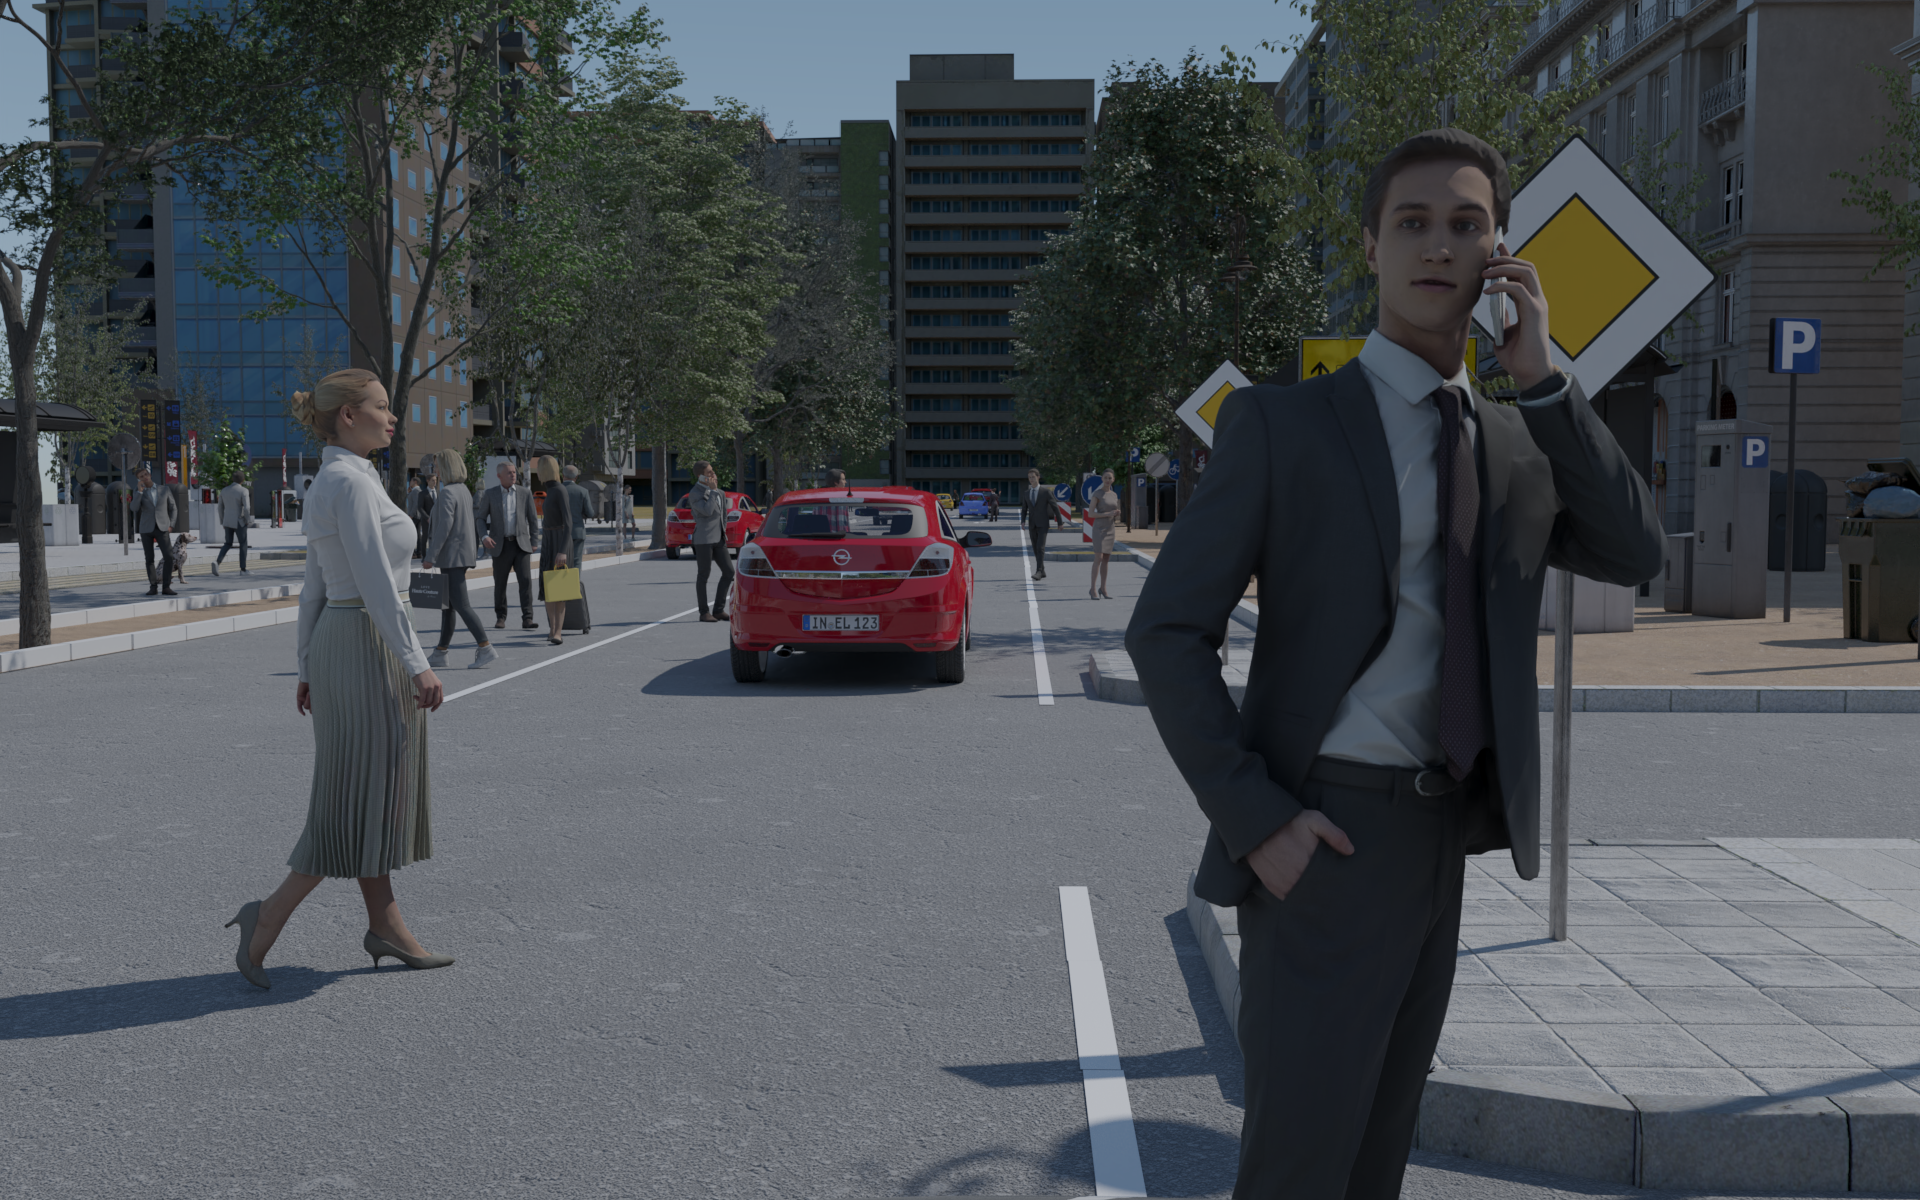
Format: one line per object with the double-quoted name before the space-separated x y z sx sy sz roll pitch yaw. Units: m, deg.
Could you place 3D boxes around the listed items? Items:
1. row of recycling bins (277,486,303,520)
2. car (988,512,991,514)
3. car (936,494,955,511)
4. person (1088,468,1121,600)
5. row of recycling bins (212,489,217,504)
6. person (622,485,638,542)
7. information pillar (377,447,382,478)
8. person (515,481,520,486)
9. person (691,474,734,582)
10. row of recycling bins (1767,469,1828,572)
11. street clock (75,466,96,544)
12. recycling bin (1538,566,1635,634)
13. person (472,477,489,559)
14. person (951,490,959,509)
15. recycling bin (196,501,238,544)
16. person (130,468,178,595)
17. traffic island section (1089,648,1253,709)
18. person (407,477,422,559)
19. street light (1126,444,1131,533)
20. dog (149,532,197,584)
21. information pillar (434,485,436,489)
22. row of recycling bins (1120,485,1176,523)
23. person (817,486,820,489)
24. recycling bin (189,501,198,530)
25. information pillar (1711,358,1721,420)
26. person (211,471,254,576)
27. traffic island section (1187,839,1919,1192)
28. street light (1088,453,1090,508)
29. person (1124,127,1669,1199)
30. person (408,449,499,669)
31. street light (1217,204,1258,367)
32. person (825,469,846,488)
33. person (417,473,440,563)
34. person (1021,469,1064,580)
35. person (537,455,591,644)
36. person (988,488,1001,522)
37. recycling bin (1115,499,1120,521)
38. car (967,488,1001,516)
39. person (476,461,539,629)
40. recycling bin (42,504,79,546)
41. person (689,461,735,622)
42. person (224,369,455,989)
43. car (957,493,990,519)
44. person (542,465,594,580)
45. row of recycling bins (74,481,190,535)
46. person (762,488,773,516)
"row of recycling bins" -32.422 -4.880 86.901 3.534 1.692 1.069 -1 4 -16
"car" 1.470 -7.155 128.786 2.131 1.459 4.920 0 4 1
"car" -1.433 -8.427 148.000 2.015 1.641 3.980 0 4 1
"person" 1.978 -0.903 23.612 0.599 1.781 0.374 -3 5 -40
"row of recycling bins" -33.805 -4.484 80.428 1.069 1.692 3.534 -3 5 -42
"person" -9.930 -2.582 51.715 0.522 1.701 0.512 1 4 17
"information pillar" -22.174 -4.572 66.115 0.183 3.616 0.504 0 4 0
"person" -13.730 -2.762 53.429 0.659 1.850 0.755 0 4 3
"person" -3.978 -1.169 28.014 0.661 1.777 0.834 -3 5 -44
"row of recycling bins" 13.997 -1.414 30.235 1.069 1.692 3.534 0 4 2
"street clock" -22.538 -2.453 44.671 0.471 2.002 0.358 1 4 15
"recycling bin" 5.838 -0.229 16.303 0.722 1.027 0.722 -1 4 -17
"person" -10.679 -1.805 38.200 0.526 1.800 0.537 -1 4 -8
"person" -0.484 -9.459 163.295 0.705 1.807 1.348 -3 4 -37
"recycling bin" -19.276 -1.989 45.070 0.722 1.027 0.722 3 4 38
"person" -11.409 -0.971 24.555 0.592 1.802 0.473 -1 4 -11
"traffic island section" 2.005 0.569 12.985 2.009 0.180 2.903 0 4 2
"person" -12.067 -1.807 38.231 0.473 1.802 0.592 1 4 9
"street light" 5.597 -5.167 57.275 0.468 5.910 1.993 0 4 2
"dog" -12.692 -0.664 27.687 0.800 0.831 0.513 1 4 14
"information pillar" -25.042 -4.757 82.276 0.304 2.012 0.304 -2 4 -26
"row of recycling bins" 8.965 -4.352 78.262 3.534 1.692 1.069 -1 4 -17
"person" -6.775 -4.527 82.505 0.713 1.824 0.794 2 4 31
"recycling bin" -27.485 -3.034 62.156 0.722 1.027 0.722 0 4 -7
"information pillar" 13.122 -2.372 30.139 0.183 3.616 0.504 2 4 31
"person" -12.712 -1.342 30.285 0.661 1.843 0.795 1 4 18
"traffic island section" 1.744 1.057 5.005 2.009 0.180 2.903 0 4 2
"street light" 6.480 -6.958 86.545 0.468 5.910 1.993 0 4 2
"person" 0.579 0.342 2.264 0.648 1.900 0.474 -3 4 -36
"person" -4.167 -0.337 14.197 0.728 1.800 0.709 0 4 6
"street light" 4.464 -3.378 28.014 0.468 5.910 1.993 0 4 2
"person" -1.503 -0.650 19.962 0.643 1.720 0.563 -3 5 -42
"person" -10.719 -1.652 35.288 0.755 1.850 0.659 3 4 37
"person" 1.282 -1.256 28.810 0.659 1.850 0.755 2 4 30
"person" -3.891 -0.506 16.995 0.699 1.804 1.509 0 4 4
"person" 1.784 -4.903 89.460 0.445 1.727 0.742 2 4 30
"recycling bin" 7.375 -4.341 83.532 0.722 1.027 0.722 -2 4 -27
"car" 1.561 -6.580 116.261 2.281 1.827 5.304 0 4 3
"person" -4.743 -0.576 18.315 0.661 1.777 0.834 -2 4 -32
"recycling bin" -22.321 -1.851 42.816 0.722 1.027 0.722 2 4 30
"person" -2.773 -0.657 19.426 0.473 1.802 0.592 3 4 37
"person" -1.825 0.224 5.071 0.641 1.798 0.478 -1 4 -18
"car" 0.791 -5.563 100.549 1.945 1.707 3.694 0 4 1
"person" -5.048 -0.836 22.345 0.661 1.801 0.590 -1 4 -10
"row of recycling bins" -26.707 -2.990 55.999 1.069 1.692 3.534 3 5 40
"person" -9.072 -4.570 82.992 0.755 1.850 0.659 -1 4 -20
